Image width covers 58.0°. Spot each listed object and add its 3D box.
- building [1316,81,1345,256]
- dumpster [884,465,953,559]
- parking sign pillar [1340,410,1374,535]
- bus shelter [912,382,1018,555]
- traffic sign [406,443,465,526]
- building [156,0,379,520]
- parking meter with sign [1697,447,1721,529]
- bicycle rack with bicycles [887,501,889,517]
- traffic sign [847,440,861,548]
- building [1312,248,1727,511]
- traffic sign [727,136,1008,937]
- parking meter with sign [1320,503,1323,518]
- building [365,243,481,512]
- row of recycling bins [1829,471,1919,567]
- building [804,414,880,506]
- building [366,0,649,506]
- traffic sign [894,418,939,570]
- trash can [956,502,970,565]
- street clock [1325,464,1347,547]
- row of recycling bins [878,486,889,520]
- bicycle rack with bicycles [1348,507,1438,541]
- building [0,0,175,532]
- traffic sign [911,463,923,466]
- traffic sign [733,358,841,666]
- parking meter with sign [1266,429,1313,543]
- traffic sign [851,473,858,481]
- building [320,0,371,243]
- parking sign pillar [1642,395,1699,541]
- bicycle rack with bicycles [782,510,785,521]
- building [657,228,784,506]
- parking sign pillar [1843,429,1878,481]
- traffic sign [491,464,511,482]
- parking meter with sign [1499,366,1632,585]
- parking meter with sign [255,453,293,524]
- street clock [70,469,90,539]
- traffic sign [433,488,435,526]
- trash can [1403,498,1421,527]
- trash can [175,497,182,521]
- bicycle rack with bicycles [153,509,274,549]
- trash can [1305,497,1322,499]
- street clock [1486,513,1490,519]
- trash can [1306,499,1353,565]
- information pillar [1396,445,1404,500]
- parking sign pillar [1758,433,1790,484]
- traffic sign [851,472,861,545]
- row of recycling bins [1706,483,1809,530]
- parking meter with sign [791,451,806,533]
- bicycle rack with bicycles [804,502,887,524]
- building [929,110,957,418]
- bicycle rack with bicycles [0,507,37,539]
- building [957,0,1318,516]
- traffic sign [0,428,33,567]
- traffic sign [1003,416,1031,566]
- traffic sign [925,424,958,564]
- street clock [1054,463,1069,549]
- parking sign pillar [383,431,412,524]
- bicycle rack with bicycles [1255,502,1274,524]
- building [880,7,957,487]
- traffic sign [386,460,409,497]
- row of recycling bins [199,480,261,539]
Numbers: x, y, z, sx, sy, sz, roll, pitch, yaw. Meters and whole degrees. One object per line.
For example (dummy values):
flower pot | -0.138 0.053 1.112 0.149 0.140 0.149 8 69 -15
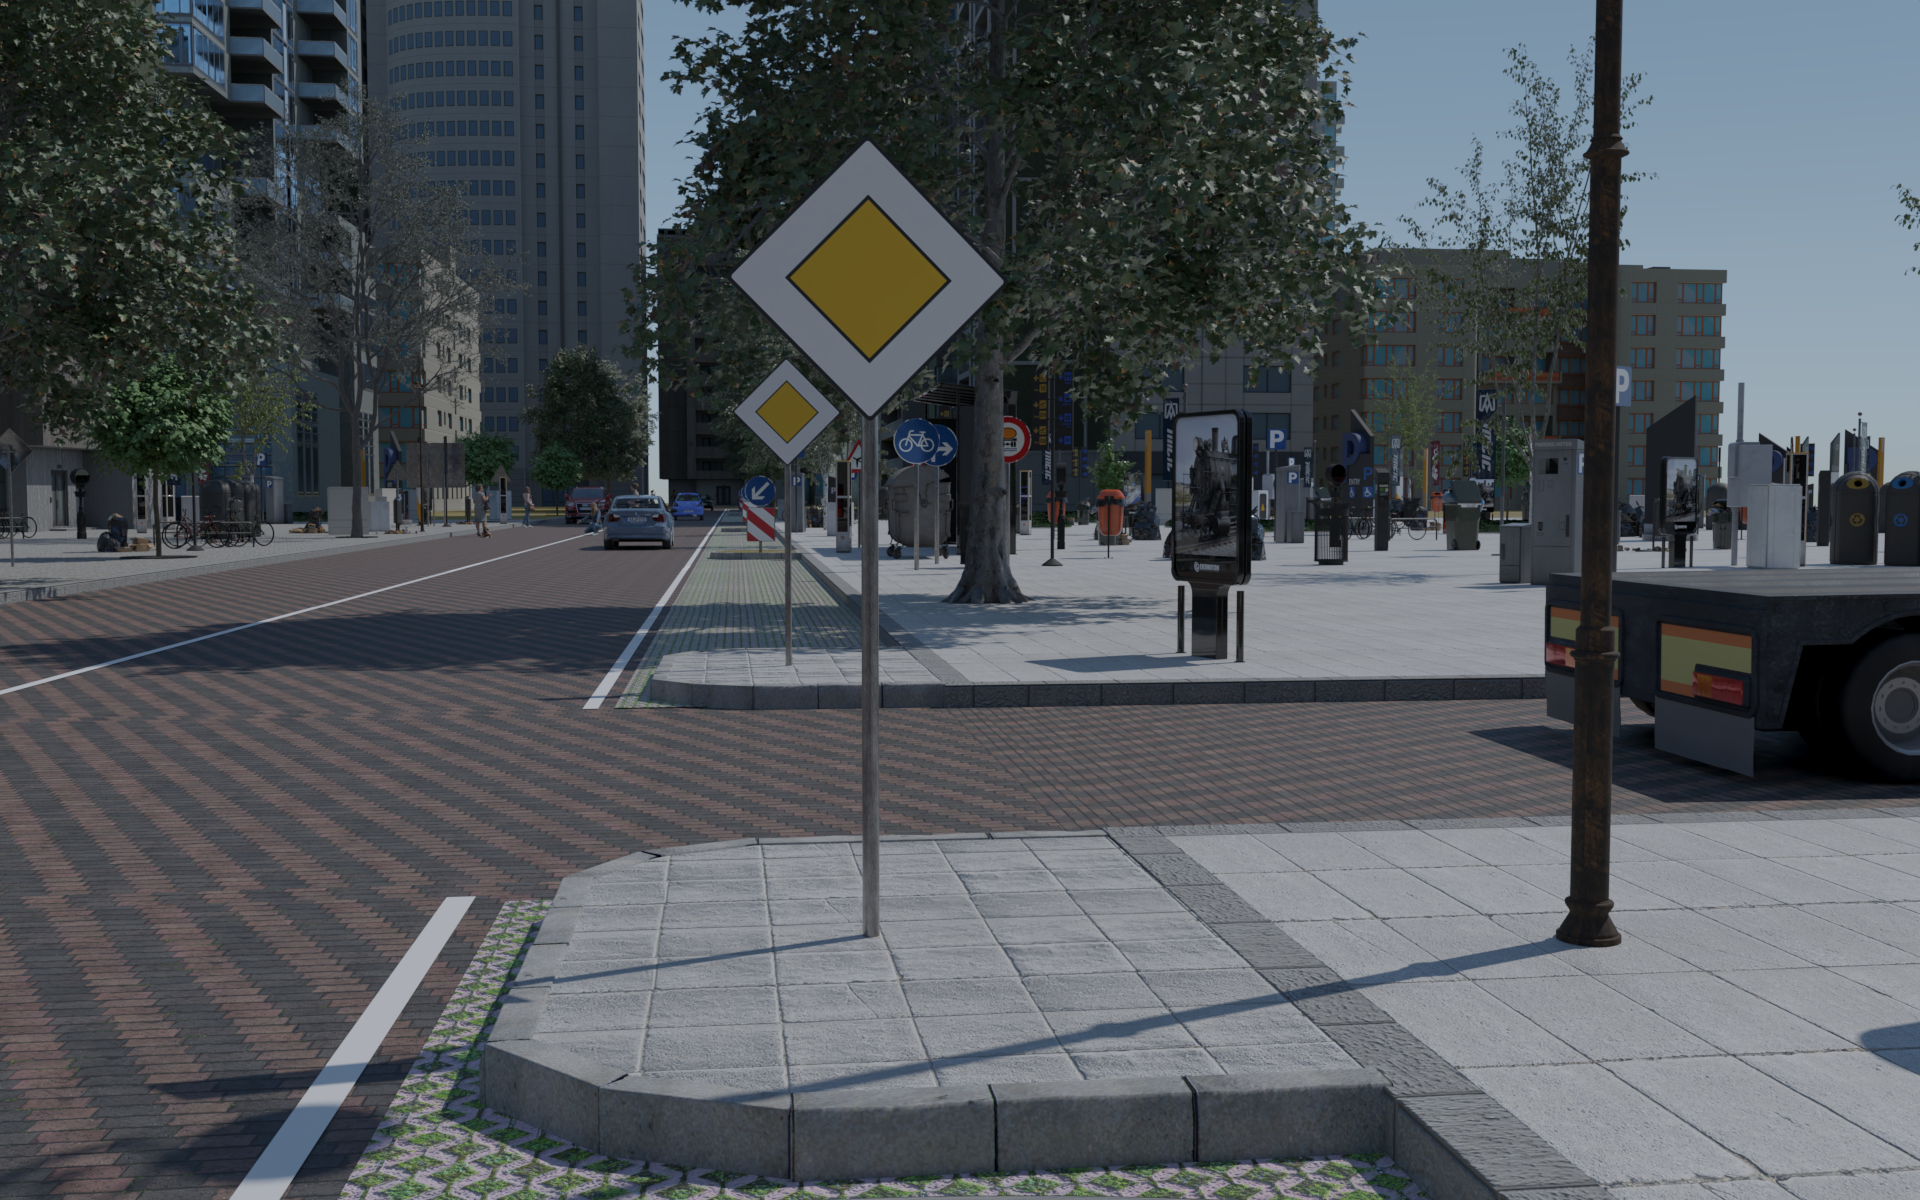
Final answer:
building | 27.263 -35.428 198.858 30.456 49.044 23.786 0 4 -7
dumpster | -0.825 -1.780 34.866 1.264 1.857 1.865 0 4 -7
parking sign pillar | 12.556 -4.048 54.652 1.447 3.967 1.447 -1 4 -16
bus shelter | 0.034 -2.954 39.576 1.731 3.624 6.357 0 4 -8
traffic sign | -20.792 -4.577 68.701 2.265 3.308 0.079 0 4 -4
building | -45.972 -47.965 96.900 22.319 86.520 31.000 0 4 -7
parking meter with sign | 27.410 -4.181 64.617 1.738 3.016 0.543 2 4 24
bicycle rack with bicycles | -3.180 -4.296 83.614 2.852 0.926 2.925 1 4 9
traffic sign | -2.422 -2.538 41.502 0.884 2.594 0.081 0 4 -4
building | 42.926 -18.380 145.545 28.899 21.520 27.650 0 4 -7
traffic sign | -0.261 -0.081 4.969 0.795 2.450 0.064 0 4 -7
parking meter with sign | 16.499 -5.284 82.654 1.738 3.016 0.543 3 5 41
building | -53.948 -17.674 134.008 28.899 21.520 27.650 0 4 -7
row of recycling bins | 17.159 -1.432 30.533 1.069 1.692 3.534 -3 4 -37
building | -4.098 -35.173 194.689 30.456 49.044 23.786 0 4 -7
building | -48.343 -39.475 187.416 28.212 58.520 21.231 0 4 -7
traffic sign | -0.731 -1.773 29.103 0.768 2.556 0.104 0 4 -3
trash can | 0.306 -1.133 30.172 0.748 1.137 0.748 0 3 0
street clock | 9.056 -2.275 41.773 0.471 2.002 0.358 -2 4 -25
row of recycling bins | -3.174 -4.909 87.372 1.069 1.692 3.534 2 4 25
bicycle rack with bicycles | 11.886 -2.157 48.641 2.925 0.926 2.852 -2 4 -28
building | -36.852 -17.591 59.308 14.160 30.474 14.107 0 4 -7
traffic sign | -1.403 -3.485 56.984 0.884 2.594 0.081 0 4 0
traffic sign | -1.284 -0.566 12.889 0.795 2.450 0.064 0 4 -7
parking meter with sign | 8.638 -3.026 45.734 0.543 3.016 1.738 -1 4 -11
traffic sign | -4.498 -4.298 70.374 0.768 2.556 0.104 0 4 -5
building | -73.367 -45.549 182.973 20.611 71.187 20.563 0 4 -7
parking sign pillar | 19.614 -3.624 47.721 1.447 3.967 1.447 3 5 40
bicycle rack with bicycles | -6.612 -3.975 78.374 2.925 0.926 2.852 -1 4 -16
building | -25.593 -25.445 187.732 14.107 30.474 14.160 0 4 -7
parking sign pillar | 37.452 -5.105 71.937 1.447 3.967 1.447 1 4 11
traffic sign | -20.087 -4.633 75.756 0.884 2.594 0.081 0 4 2
parking meter with sign | 8.439 -1.716 24.321 0.543 3.016 1.738 -3 5 -41
parking meter with sign | -29.174 -4.742 73.786 0.543 3.016 1.738 1 4 17
street clock | -25.079 -2.742 49.401 0.358 2.002 0.471 2 4 28
traffic sign | -20.978 -4.220 69.008 0.884 2.594 0.081 0 4 1
trash can | 17.807 -3.462 68.253 0.748 1.137 0.748 0 3 0
trash can | -35.364 -4.109 78.831 0.748 1.137 0.748 0 3 0
bicycle rack with bicycles | -18.113 -1.747 41.942 2.925 0.926 2.852 -3 5 -40
trash can | 15.562 -3.956 76.340 0.748 1.137 0.748 0 3 0
street clock | 22.944 -4.324 75.270 0.471 2.002 0.358 -2 4 -26
trash can | 6.729 -1.207 31.380 0.748 1.137 0.748 0 3 0
information pillar | 20.883 -5.560 82.267 0.504 3.616 0.183 -3 5 -43
parking sign pillar | 35.479 -5.334 75.690 1.447 3.967 1.447 -3 5 -42
traffic sign | -2.511 -2.680 43.820 0.884 2.594 0.081 0 4 -1
row of recycling bins | 28.485 -3.354 61.953 3.534 1.692 1.069 0 4 -1
parking meter with sign | -5.403 -3.767 57.852 0.543 3.016 1.738 0 4 -1
bicycle rack with bicycles | -5.279 -3.706 73.975 2.925 0.926 2.852 3 4 38
building | 4.477 -21.656 125.771 14.160 30.474 14.107 0 4 -7
bicycle rack with bicycles | -27.846 -2.204 49.412 2.852 0.926 2.925 3 4 36
building | 9.058 -40.937 107.566 20.563 71.187 20.611 0 4 -7
traffic sign | -16.721 -1.793 30.504 0.795 2.450 0.064 0 4 -1
traffic sign | 0.776 -1.724 28.285 0.768 2.556 0.104 0 4 2
traffic sign | -0.424 -1.933 31.714 0.768 2.556 0.104 0 4 2
street clock | 2.345 -2.175 40.133 0.358 2.002 0.471 0 4 4
parking sign pillar | -24.016 -5.196 73.419 1.447 3.967 1.447 -2 4 -33
bicycle rack with bicycles | 8.188 -2.519 54.570 2.925 0.926 2.852 -1 4 -23
building | 4.808 -31.798 143.600 21.300 48.544 21.600 0 4 -7
traffic sign | -21.636 -4.077 66.658 0.884 2.594 0.081 0 4 2
row of recycling bins | -21.310 -2.667 50.725 1.069 1.692 3.534 0 4 -5
